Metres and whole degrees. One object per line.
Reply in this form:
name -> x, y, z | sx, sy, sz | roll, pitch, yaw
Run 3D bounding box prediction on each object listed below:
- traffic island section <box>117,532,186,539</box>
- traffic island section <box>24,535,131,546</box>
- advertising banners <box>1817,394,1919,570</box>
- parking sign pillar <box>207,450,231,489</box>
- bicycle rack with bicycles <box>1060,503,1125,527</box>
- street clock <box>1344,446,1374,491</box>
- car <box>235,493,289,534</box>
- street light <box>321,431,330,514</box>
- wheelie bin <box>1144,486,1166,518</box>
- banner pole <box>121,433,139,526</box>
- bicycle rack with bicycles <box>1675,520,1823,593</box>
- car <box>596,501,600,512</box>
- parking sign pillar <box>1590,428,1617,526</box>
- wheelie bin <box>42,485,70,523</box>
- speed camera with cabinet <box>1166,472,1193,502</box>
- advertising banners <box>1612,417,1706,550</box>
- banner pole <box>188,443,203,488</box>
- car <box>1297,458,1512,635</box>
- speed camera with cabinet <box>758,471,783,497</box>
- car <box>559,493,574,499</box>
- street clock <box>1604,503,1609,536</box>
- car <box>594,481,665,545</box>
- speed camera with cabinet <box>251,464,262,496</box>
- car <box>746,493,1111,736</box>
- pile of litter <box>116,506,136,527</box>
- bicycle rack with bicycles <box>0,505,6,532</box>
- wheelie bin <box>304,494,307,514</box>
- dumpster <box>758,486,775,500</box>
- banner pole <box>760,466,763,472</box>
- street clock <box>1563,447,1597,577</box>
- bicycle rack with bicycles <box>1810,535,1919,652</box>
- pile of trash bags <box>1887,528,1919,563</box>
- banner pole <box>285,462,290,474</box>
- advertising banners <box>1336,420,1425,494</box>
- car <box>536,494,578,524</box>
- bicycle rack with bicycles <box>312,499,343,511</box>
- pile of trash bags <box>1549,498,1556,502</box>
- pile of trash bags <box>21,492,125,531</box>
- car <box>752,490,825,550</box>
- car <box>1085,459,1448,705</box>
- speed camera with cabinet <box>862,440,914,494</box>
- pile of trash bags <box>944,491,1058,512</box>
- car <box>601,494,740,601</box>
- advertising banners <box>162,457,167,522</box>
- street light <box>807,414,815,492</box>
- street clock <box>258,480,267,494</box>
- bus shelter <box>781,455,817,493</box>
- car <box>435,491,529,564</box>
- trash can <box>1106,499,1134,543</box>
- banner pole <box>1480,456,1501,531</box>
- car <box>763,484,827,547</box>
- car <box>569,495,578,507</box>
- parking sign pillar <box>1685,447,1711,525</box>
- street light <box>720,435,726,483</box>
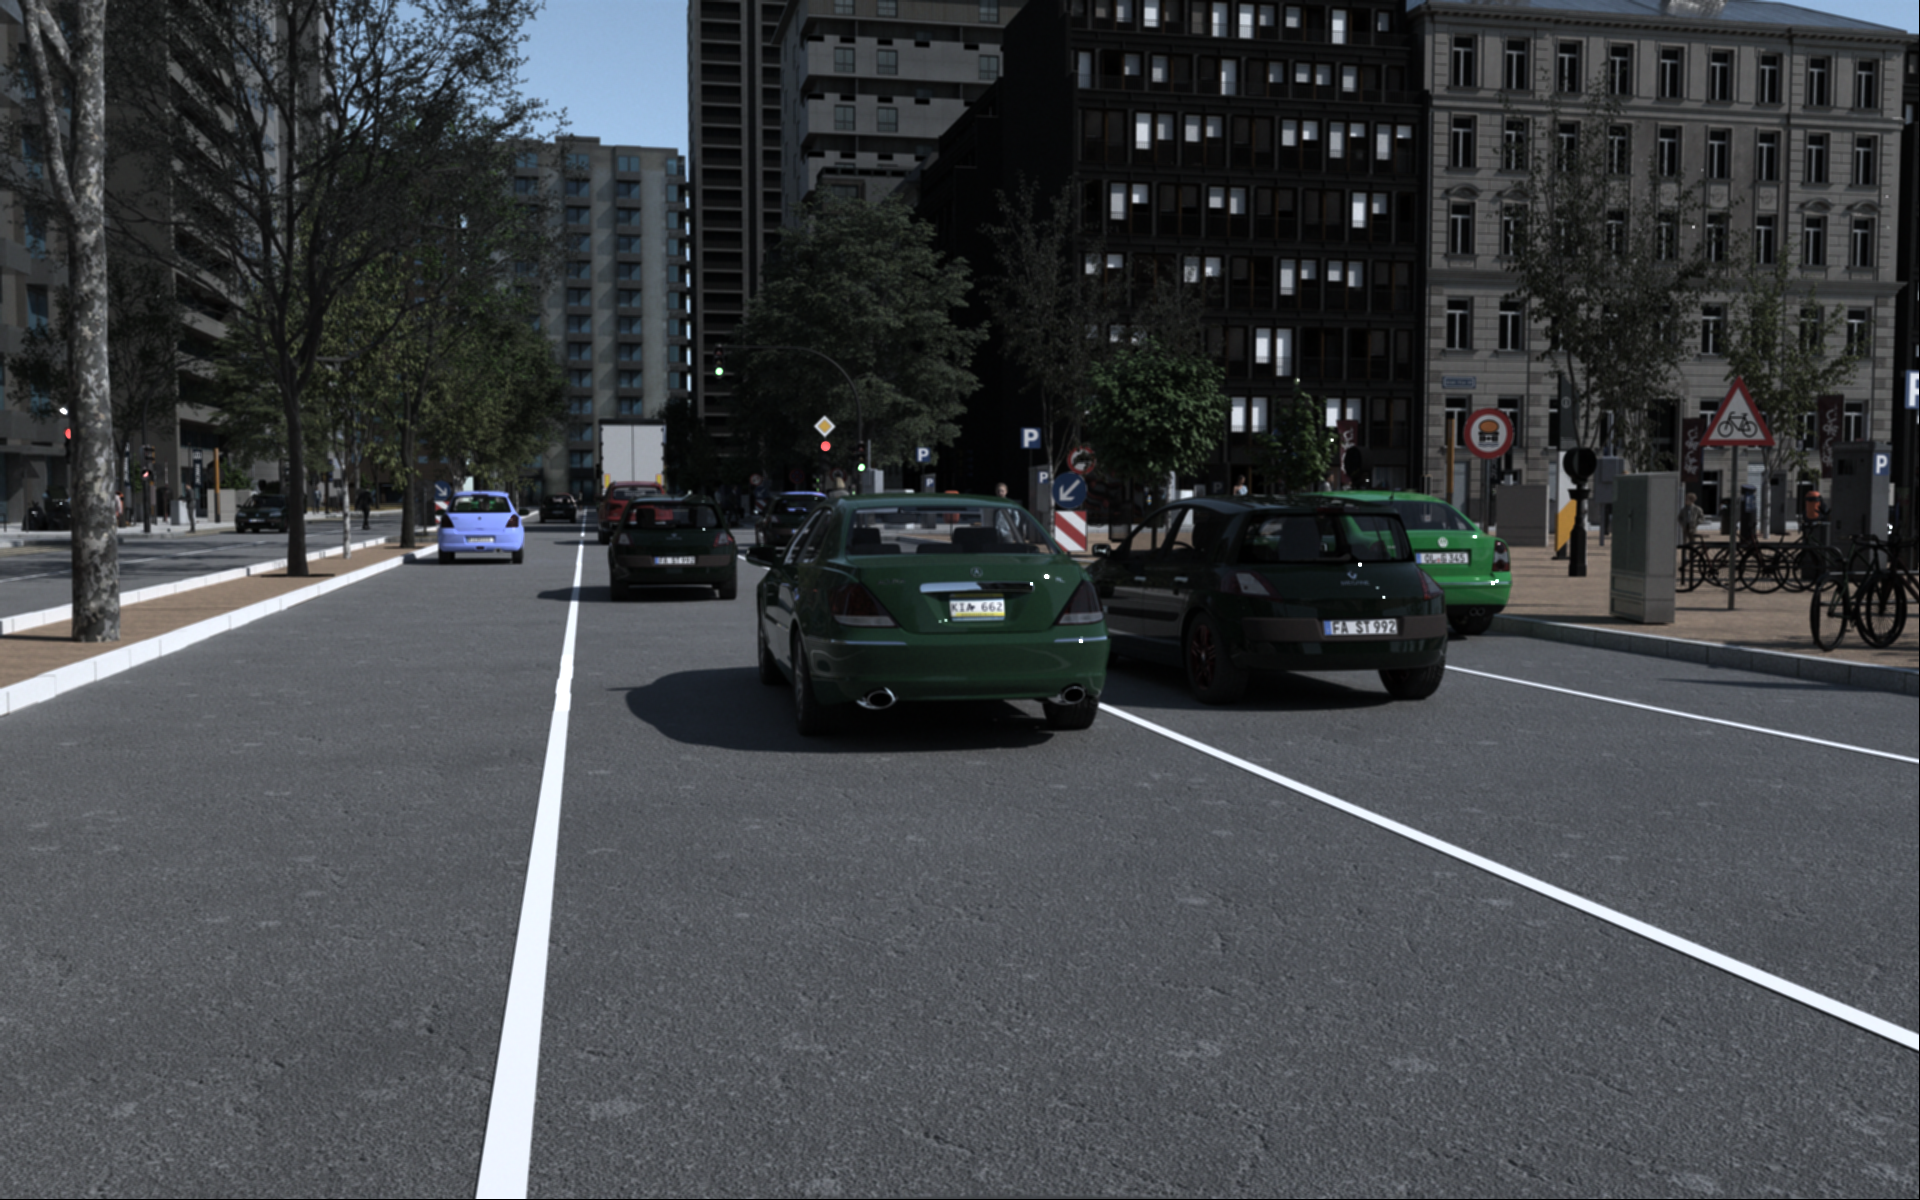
traffic island section -> -26.840, -2.134, 57.165 | 2.009, 0.180, 2.903 | -1, 4, -12
traffic island section -> -25.162, -1.656, 49.358 | 2.009, 0.180, 2.903 | -1, 4, -12
advertising banners -> 15.647, -2.058, 29.830 | 0.090, 3.025, 2.074 | -2, 4, -27
parking sign pillar -> -45.742, -7.246, 106.951 | 1.447, 3.967, 1.447 | 0, 4, 2
bicycle rack with bicycles -> 4.968, -3.353, 68.204 | 2.925, 0.926, 2.852 | 1, 4, 10
street clock -> 6.060, -1.333, 26.357 | 0.358, 2.002, 0.471 | -1, 4, -22
car -> -25.672, -3.333, 64.274 | 2.009, 1.686, 4.222 | -1, 4, -11
street light -> -40.276, -8.391, 109.986 | 0.468, 5.910, 1.993 | -1, 4, -12
wheelie bin -> 7.412, -3.521, 65.471 | 0.693, 1.594, 0.980 | 2, 4, 29
banner pole -> -33.765, -4.916, 70.395 | 0.401, 3.779, 0.863 | 1, 4, 17
bicycle rack with bicycles -> 10.819, -0.592, 23.062 | 2.925, 0.926, 2.852 | 1, 4, 21
car -> -28.504, -8.033, 140.131 | 1.959, 1.807, 4.718 | -1, 4, -11
parking sign pillar -> 26.389, -5.005, 70.303 | 1.447, 3.967, 1.447 | 1, 4, 18
wheelie bin -> -33.317, -3.417, 63.778 | 0.693, 1.594, 0.980 | 2, 4, 34
speed camera with cabinet -> 8.621, -4.611, 69.728 | 0.660, 3.252, 2.038 | 3, 4, 39
advertising banners -> 16.231, -2.697, 40.276 | 2.074, 3.025, 0.090 | 3, 5, 40
banner pole -> -37.533, -5.807, 84.958 | 0.401, 3.779, 0.863 | 3, 5, 43
car -> 4.201, -0.614, 18.843 | 1.959, 1.807, 4.718 | -1, 4, -11
speed camera with cabinet -> -12.601, -7.371, 114.848 | 0.660, 3.252, 2.038 | 2, 4, 33
car -> -35.205, -8.817, 153.203 | 2.155, 1.783, 4.494 | -1, 4, -14
street clock -> 19.994, -3.001, 53.641 | 0.358, 2.002, 0.471 | -1, 4, -21
car -> -9.553, -2.575, 50.780 | 2.281, 1.827, 5.304 | -1, 4, -13
speed camera with cabinet -> -46.936, -7.378, 114.961 | 0.660, 3.252, 2.038 | 0, 4, -4
car -> -0.349, -0.002, 11.830 | 2.131, 1.459, 4.920 | -1, 4, -11
pile of litter -> -33.419, -3.343, 68.623 | 1.719, 0.858, 1.176 | 3, 5, 44
bicycle rack with bicycles -> -32.906, -2.688, 57.323 | 2.852, 0.926, 2.925 | -1, 4, -21
wheelie bin -> -42.587, -6.370, 112.063 | 0.693, 1.594, 0.980 | -1, 4, -23
dumpster -> -13.337, -6.930, 119.068 | 1.264, 1.857, 1.865 | -1, 4, -12
banner pole -> -14.861, -8.420, 127.690 | 0.863, 3.779, 0.401 | -2, 4, -24
street clock -> 9.605, -1.365, 26.882 | 0.471, 2.002, 0.358 | -1, 4, -21
bicycle rack with bicycles -> 8.232, -0.055, 14.284 | 2.925, 0.926, 2.852 | -1, 4, -18
pile of trash bags -> 17.993, -1.414, 32.863 | 3.447, 1.369, 1.912 | 1, 4, 21
banner pole -> -43.338, -7.424, 111.397 | 0.401, 3.779, 0.863 | 1, 4, 18
advertising banners -> 9.881, -2.727, 40.774 | 2.074, 3.025, 0.090 | 0, 4, 4
car -> -19.808, -4.614, 85.230 | 2.009, 1.686, 4.222 | -1, 4, -14
bicycle rack with bicycles -> -46.739, -7.076, 129.080 | 2.852, 0.926, 2.925 | 1, 4, 16
pile of trash bags -> 39.920, -6.446, 115.139 | 3.447, 1.369, 1.912 | 2, 4, 26
pile of trash bags -> -31.112, -3.143, 61.143 | 1.912, 1.369, 3.447 | 2, 4, 28
car -> -4.082, -2.016, 42.751 | 2.009, 1.686, 4.222 | -1, 4, -11
car -> 2.139, -0.216, 13.317 | 2.009, 1.686, 4.222 | -1, 4, -14
speed camera with cabinet -> -2.645, -4.196, 62.945 | 2.038, 3.252, 0.660 | 2, 4, 34
pile of trash bags -> 1.158, -2.379, 48.651 | 3.447, 1.369, 1.912 | 0, 4, -1
car -> -4.125, -0.916, 24.765 | 2.009, 1.686, 4.222 | -1, 4, -10
advertising banners -> -36.772, -5.133, 80.111 | 0.090, 3.025, 2.074 | -1, 4, -19
street light -> -7.052, -6.700, 82.332 | 0.468, 5.910, 1.993 | -1, 4, -12
street clock -> -35.110, -5.054, 87.199 | 0.358, 2.002, 0.471 | 0, 4, 3
bus shelter -> -9.781, -6.910, 104.267 | 1.731, 3.624, 6.357 | -1, 4, -12
car -> -10.117, -1.656, 36.671 | 1.945, 1.707, 3.694 | -1, 4, -14
trash can -> 4.247, -2.098, 45.950 | 0.748, 1.137, 0.748 | 0, 3, 0
banner pole -> 16.834, -3.981, 55.109 | 0.863, 3.779, 0.401 | 3, 4, 38
car -> -4.473, -2.370, 48.335 | 1.945, 1.707, 3.694 | -1, 4, -14
car -> -29.815, -7.208, 130.217 | 2.083, 1.381, 4.827 | -1, 4, -12
parking sign pillar -> 30.744, -5.143, 72.564 | 1.447, 3.967, 1.447 | 1, 4, 12
street light -> -18.492, -9.921, 134.995 | 0.468, 5.910, 1.993 | -1, 4, -12
